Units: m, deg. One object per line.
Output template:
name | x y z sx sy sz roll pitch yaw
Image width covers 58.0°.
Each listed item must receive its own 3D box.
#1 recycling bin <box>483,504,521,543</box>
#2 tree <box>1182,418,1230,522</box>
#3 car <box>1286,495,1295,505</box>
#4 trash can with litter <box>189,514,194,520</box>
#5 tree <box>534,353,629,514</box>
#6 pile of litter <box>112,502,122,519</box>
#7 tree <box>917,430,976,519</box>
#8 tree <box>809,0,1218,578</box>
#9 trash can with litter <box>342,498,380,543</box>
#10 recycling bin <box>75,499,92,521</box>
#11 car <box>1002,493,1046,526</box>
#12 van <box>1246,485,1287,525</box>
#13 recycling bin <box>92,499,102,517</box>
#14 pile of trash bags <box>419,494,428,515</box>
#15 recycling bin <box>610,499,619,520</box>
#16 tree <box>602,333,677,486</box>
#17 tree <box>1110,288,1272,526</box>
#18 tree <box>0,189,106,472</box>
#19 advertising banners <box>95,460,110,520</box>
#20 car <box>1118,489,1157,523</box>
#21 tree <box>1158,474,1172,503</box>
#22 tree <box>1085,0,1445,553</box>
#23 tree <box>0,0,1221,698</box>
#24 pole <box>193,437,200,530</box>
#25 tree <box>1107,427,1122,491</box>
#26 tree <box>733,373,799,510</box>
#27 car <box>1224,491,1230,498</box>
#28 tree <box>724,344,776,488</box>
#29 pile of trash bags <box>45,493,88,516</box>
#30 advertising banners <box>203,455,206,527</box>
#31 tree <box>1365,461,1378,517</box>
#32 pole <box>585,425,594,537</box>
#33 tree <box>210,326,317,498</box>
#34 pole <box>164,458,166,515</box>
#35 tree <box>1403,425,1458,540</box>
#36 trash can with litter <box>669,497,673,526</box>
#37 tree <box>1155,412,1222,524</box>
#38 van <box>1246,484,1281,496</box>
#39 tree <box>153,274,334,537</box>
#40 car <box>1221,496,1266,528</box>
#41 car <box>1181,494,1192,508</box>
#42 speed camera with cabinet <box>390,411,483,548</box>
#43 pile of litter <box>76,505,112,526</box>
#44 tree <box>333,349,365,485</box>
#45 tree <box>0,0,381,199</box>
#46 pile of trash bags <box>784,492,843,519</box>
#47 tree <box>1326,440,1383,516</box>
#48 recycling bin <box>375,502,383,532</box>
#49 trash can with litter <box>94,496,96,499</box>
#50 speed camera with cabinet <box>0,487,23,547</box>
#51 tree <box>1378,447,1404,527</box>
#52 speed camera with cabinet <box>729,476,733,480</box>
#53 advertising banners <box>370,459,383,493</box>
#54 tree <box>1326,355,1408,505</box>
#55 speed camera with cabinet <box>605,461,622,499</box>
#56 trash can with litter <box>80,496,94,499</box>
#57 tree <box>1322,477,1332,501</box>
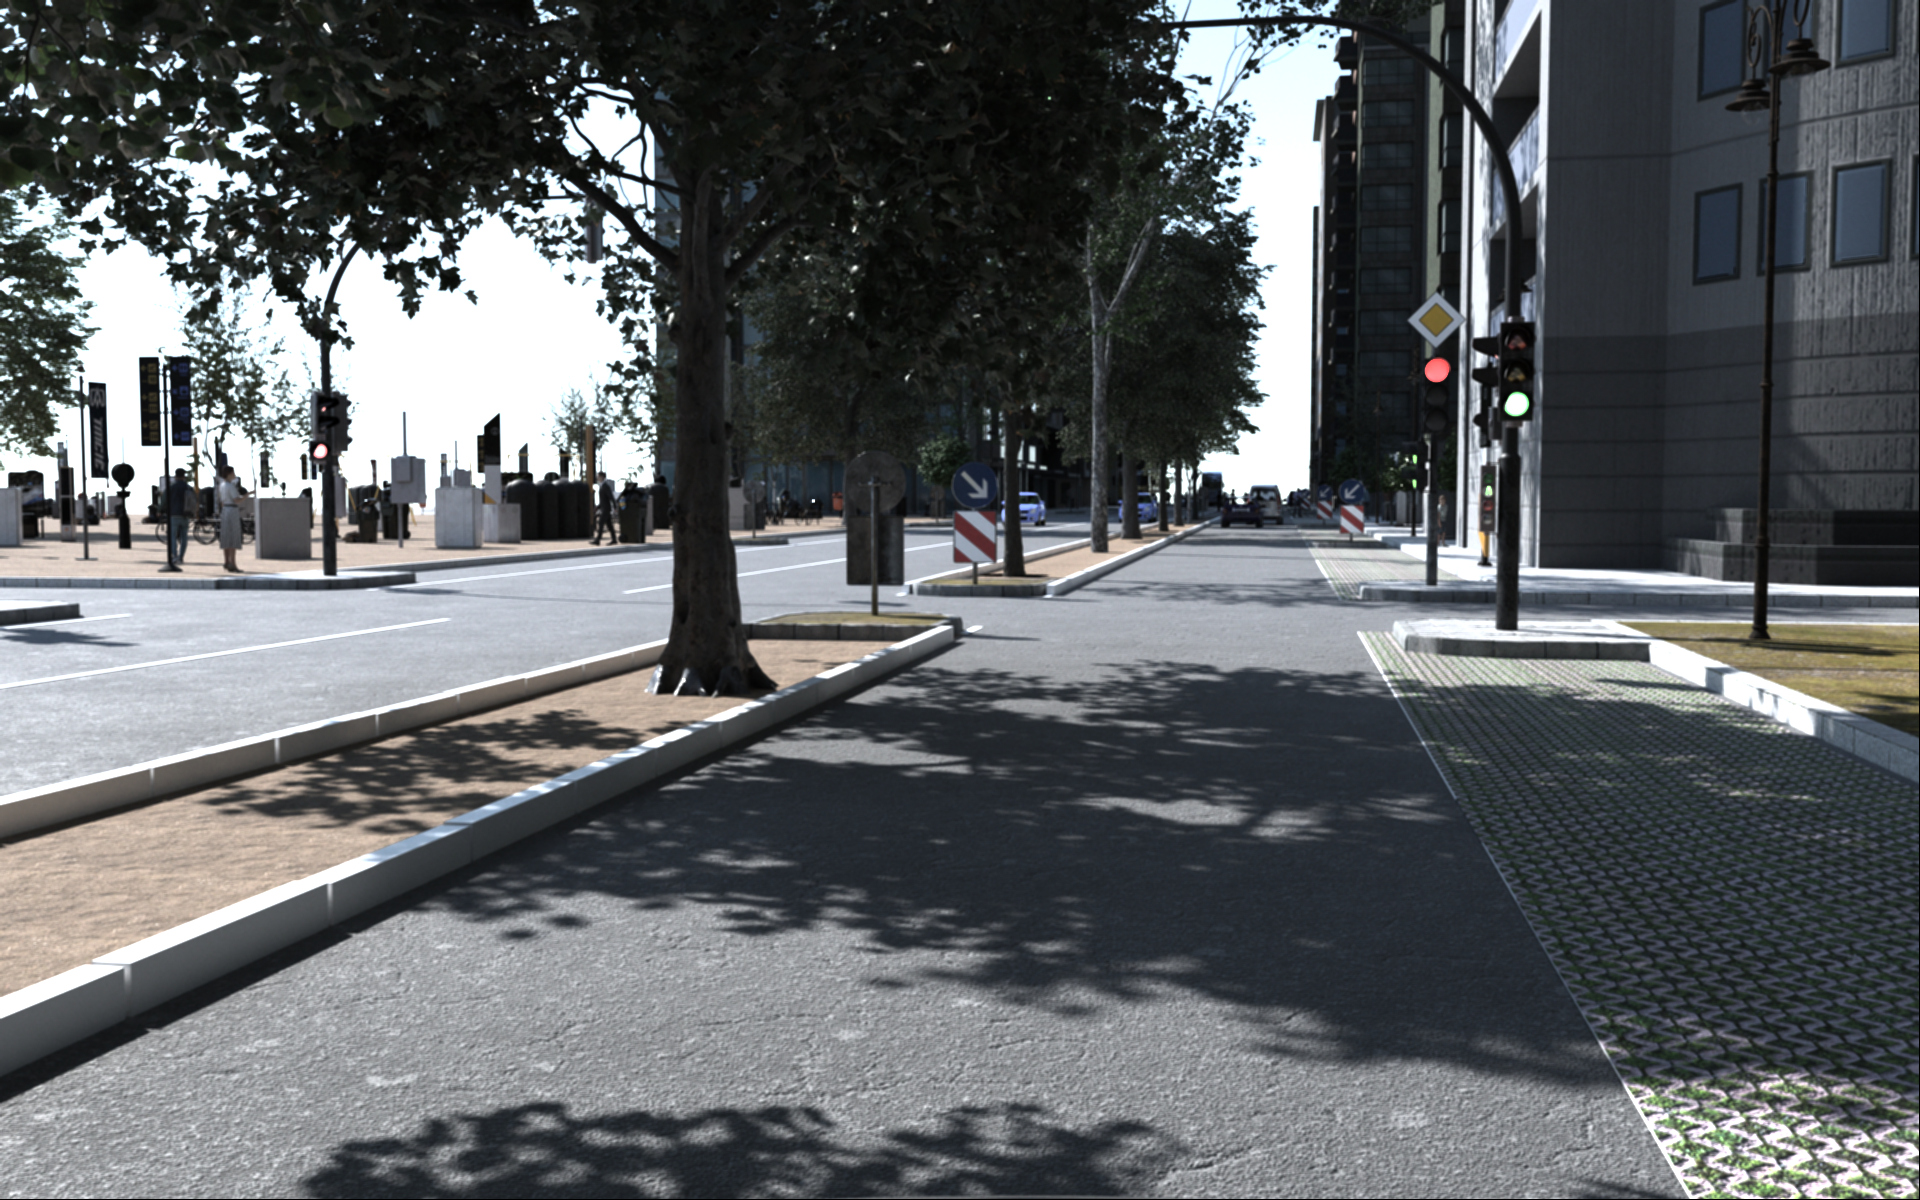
recycling bin | -12.021 -2.011 45.440 0.722 1.027 0.722 3 5 42
tree | 11.672 -8.245 87.623 4.360 8.622 3.978 0 3 0
car | 42.615 -12.943 221.205 1.945 1.707 3.694 1 4 9
trash can with litter | -37.551 -4.511 84.816 1.678 1.210 2.233 -2 4 -31
tree | -19.018 -8.555 90.238 4.360 8.622 3.978 0 3 0
pile of litter | -43.717 -4.619 89.483 1.176 0.858 1.719 -1 4 -17
tree | -0.724 -6.416 88.608 4.285 4.588 4.351 0 3 0
tree | 0.844 -6.205 29.662 9.928 11.665 9.643 0 3 0
trash can with litter | -15.741 -2.080 45.398 1.055 1.170 0.624 1 4 23
recycling bin | -41.597 -4.242 81.915 0.722 1.027 0.722 -2 4 -29
car | 2.907 -4.211 78.434 1.945 1.707 3.694 1 4 8
van | 14.393 -4.569 81.715 2.013 2.044 4.112 1 4 12
recycling bin | -47.849 -5.103 95.992 0.722 1.027 0.722 3 5 40
pile of trash bags | -34.612 -5.939 106.847 3.447 1.369 1.912 -1 4 -23
recycling bin | -17.143 -4.553 86.998 0.722 1.027 0.722 -1 4 -20
tree | -13.630 -7.728 76.717 4.737 8.622 4.395 0 3 0
tree | 9.671 -9.488 75.708 7.486 12.596 7.792 0 3 0
tree | -31.861 -8.455 56.367 7.486 12.596 7.792 0 3 0
advertising banners | -42.986 -5.546 86.869 0.090 3.025 2.074 0 4 -7
car | 9.031 -4.783 87.801 1.945 1.707 3.694 1 4 11
tree | 30.083 -16.852 259.235 4.285 4.588 4.351 0 3 0
tree | 4.449 -11.150 40.649 12.611 20.169 13.585 0 3 0
tree | -1.881 -5.670 12.168 9.611 12.733 9.660 0 3 0
pole | -27.252 -4.157 61.806 0.158 3.312 0.155 0 3 0
tree | 14.766 -13.861 176.988 4.737 8.622 4.395 0 3 0
tree | -10.810 -9.137 99.745 4.737 8.622 4.395 0 3 0
car | 34.994 -13.617 231.304 2.281 1.827 5.304 1 4 11
tree | -10.807 -8.281 85.757 4.360 8.622 3.978 0 3 0
pile of trash bags | -53.897 -5.730 103.442 1.912 1.369 3.447 3 5 43
advertising banners | -29.815 -4.412 68.316 0.090 3.025 2.074 -1 4 -23
tree | 17.521 -4.640 70.458 1.663 3.219 1.824 0 3 0
pole | -10.972 -3.516 51.326 0.158 3.312 0.155 0 3 0
tree | -30.770 -7.687 76.046 4.360 8.622 3.978 0 3 0
pole | -44.975 -6.380 98.158 0.158 3.312 0.155 0 3 0
tree | 13.948 -3.338 49.177 1.663 3.219 1.824 0 3 0
trash can with litter | -11.644 -3.550 69.430 0.624 1.170 1.055 -2 4 -26
tree | 10.923 -7.939 82.619 4.737 8.622 4.395 0 3 0
van | 19.478 -6.522 111.016 2.240 2.365 5.245 1 4 8
tree | -22.333 -6.225 52.137 4.737 8.622 4.395 0 3 0
car | 12.270 -3.827 75.158 1.945 1.354 3.894 1 4 11
car | 21.128 -9.069 160.276 2.014 1.417 4.499 1 4 10
speed camera with cabinet | -12.520 -2.880 41.427 2.038 3.252 0.660 0 4 4
pile of litter | -36.219 -3.518 71.491 1.176 0.858 1.719 1 4 9
tree | -29.767 -7.989 80.976 4.737 8.622 4.395 0 3 0
tree | -3.466 -5.708 2.440 9.857 13.997 8.962 0 3 0
pile of trash bags | -7.543 -4.896 89.805 3.447 1.369 1.912 2 4 25
tree | 23.481 -7.270 102.575 4.285 4.588 4.351 0 3 0
recycling bin | -19.451 -2.813 58.542 0.722 1.027 0.722 3 5 39
trash can with litter | -54.120 -5.918 108.146 0.624 1.170 1.055 -2 4 -34
speed camera with cabinet | -24.048 -2.926 42.170 2.038 3.252 0.660 -1 4 -19
tree | 17.391 -4.449 67.338 1.663 3.219 1.824 0 3 0
speed camera with cabinet | -11.626 -5.288 80.788 2.038 3.252 0.660 -2 4 -29
advertising banners | -29.030 -5.568 87.217 0.090 3.025 2.074 1 4 19
tree | 21.774 -8.706 92.709 4.360 8.622 3.978 0 3 0
speed camera with cabinet | -20.499 -6.654 103.123 2.038 3.252 0.660 3 5 42
trash can with litter | -50.152 -5.337 98.647 1.055 1.170 0.624 1 4 18
tree | 38.708 -11.417 181.273 1.663 3.219 1.824 0 3 0
